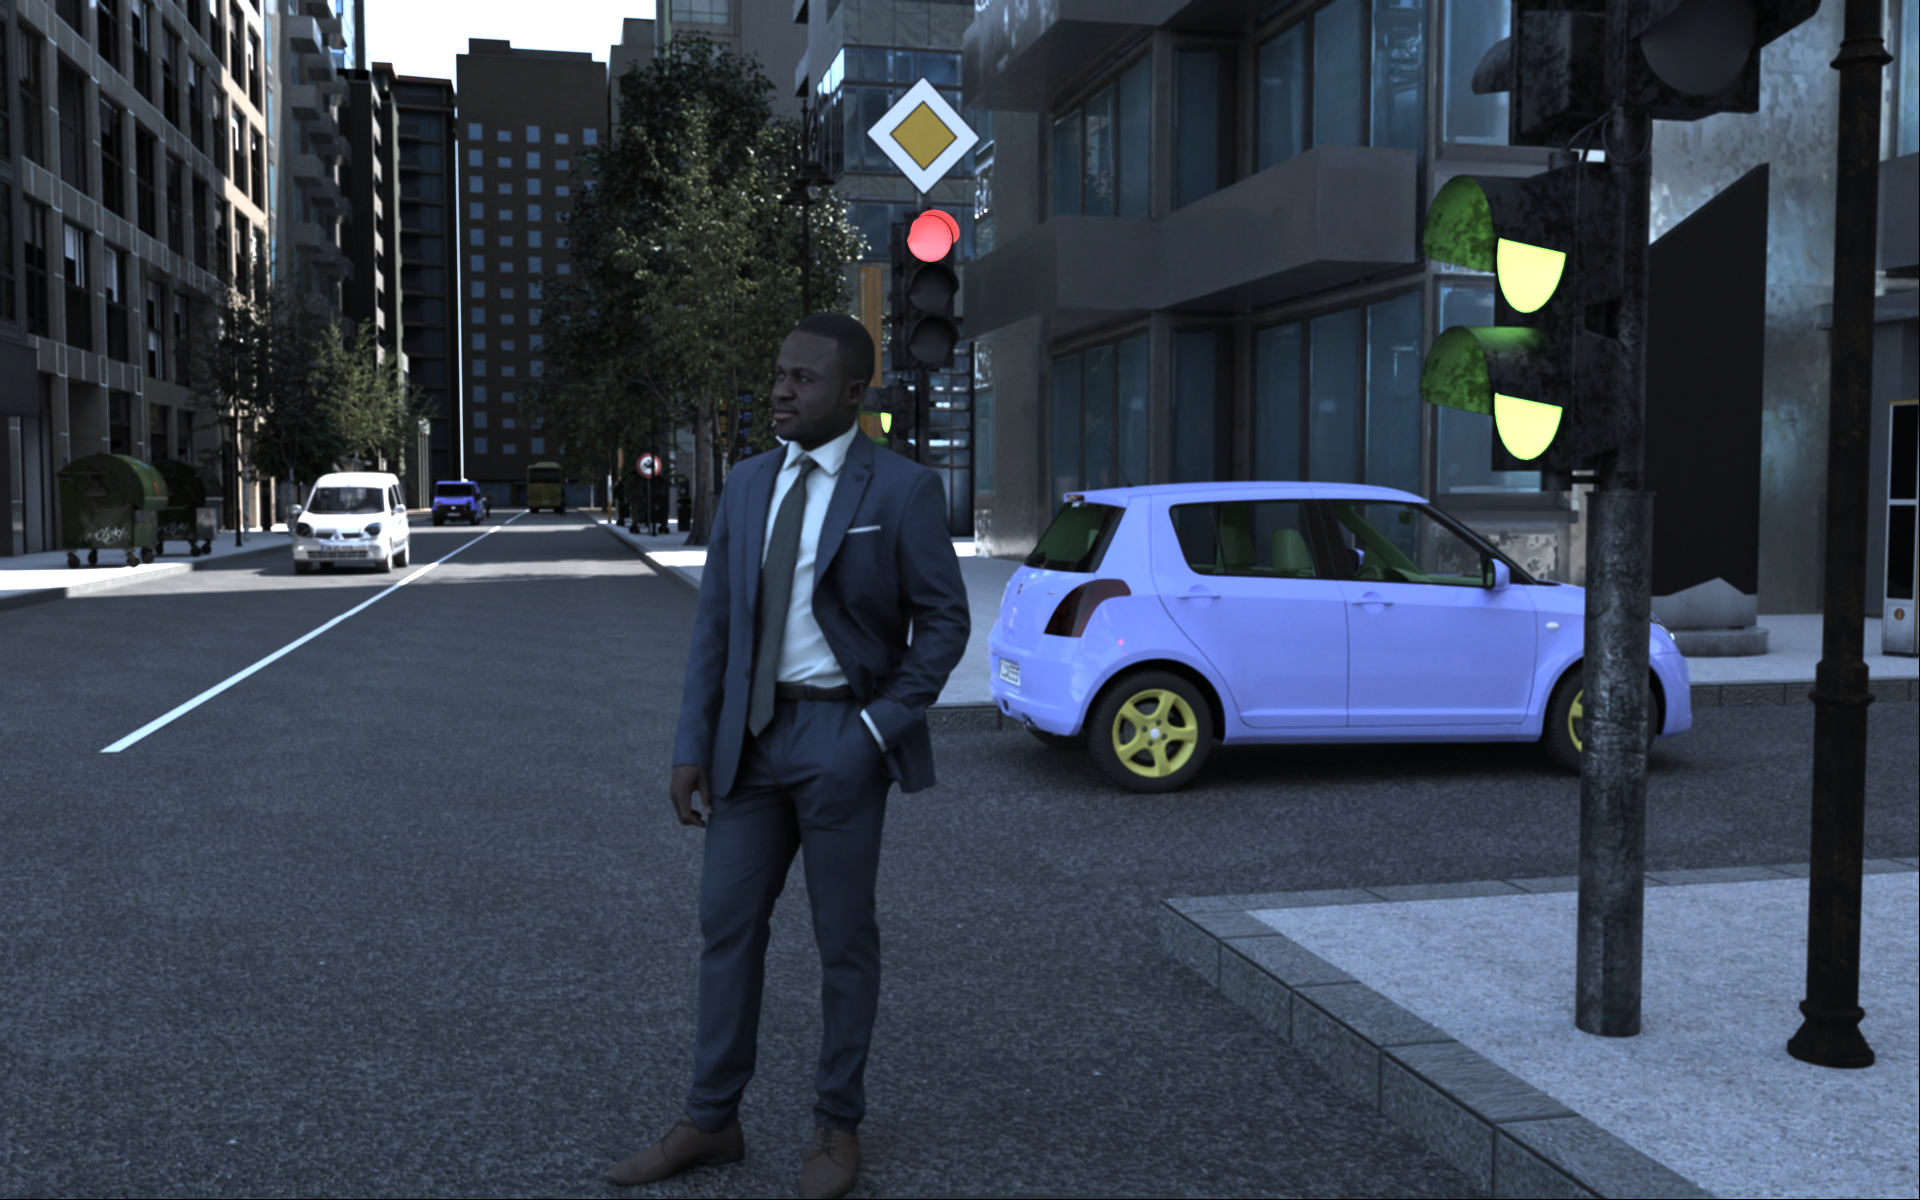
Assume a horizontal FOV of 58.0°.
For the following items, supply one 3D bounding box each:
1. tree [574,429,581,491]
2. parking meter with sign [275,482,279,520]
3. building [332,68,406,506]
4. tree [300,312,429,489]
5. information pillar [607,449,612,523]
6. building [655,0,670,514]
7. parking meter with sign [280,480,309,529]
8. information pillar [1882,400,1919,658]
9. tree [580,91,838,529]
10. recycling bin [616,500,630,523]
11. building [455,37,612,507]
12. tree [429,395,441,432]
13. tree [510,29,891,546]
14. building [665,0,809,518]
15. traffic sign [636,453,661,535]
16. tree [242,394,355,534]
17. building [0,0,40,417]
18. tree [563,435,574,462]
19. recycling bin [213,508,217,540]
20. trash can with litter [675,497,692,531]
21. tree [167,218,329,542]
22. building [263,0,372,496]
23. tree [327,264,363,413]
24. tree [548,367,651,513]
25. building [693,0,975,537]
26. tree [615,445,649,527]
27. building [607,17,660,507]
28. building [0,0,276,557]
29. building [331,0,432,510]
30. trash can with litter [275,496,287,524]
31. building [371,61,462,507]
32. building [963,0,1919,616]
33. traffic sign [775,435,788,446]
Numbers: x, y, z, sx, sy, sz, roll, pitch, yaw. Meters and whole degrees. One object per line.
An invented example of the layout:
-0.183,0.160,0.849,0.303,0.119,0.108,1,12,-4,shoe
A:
-11.573,-6.904,63.250,4.737,8.622,4.395,0,3,0,tree
-31.110,-5.074,79.225,1.738,3.016,0.543,-1,4,-23,parking meter with sign
-45.659,-21.125,117.102,14.160,30.474,14.107,-1,4,-13,building
-24.971,-7.388,71.151,4.737,8.622,4.395,0,3,0,tree
-15.534,-5.219,76.693,0.183,3.616,0.504,0,4,-5,information pillar
-10.619,-35.412,120.983,21.231,58.520,28.212,-1,4,-13,building
-24.098,-4.090,63.131,0.543,3.016,1.738,-3,5,-43,parking meter with sign
7.526,-0.560,13.648,0.304,2.012,0.304,-2,4,-24,information pillar
-4.302,-4.992,31.989,4.737,8.622,4.395,0,3,0,tree
-14.880,-3.943,77.020,0.722,1.027,0.722,0,4,1,recycling bin
-42.811,-32.092,174.821,14.200,45.320,14.600,-1,4,-13,building
-27.781,-8.185,84.191,4.737,8.622,4.395,0,3,0,tree
-6.352,-7.716,43.158,9.611,12.733,9.660,0,3,0,tree
-9.933,-25.453,99.747,14.154,41.232,14.086,-1,4,-13,building
-9.667,-3.287,53.849,0.768,2.556,0.104,-1,4,-11,traffic sign
-21.568,-4.452,56.496,4.285,4.588,4.351,0,3,0,tree
-22.474,-13.914,20.997,14.314,27.812,24.014,-1,4,-13,building
-20.964,-9.398,104.019,4.737,8.622,4.395,0,3,0,tree
-21.304,-2.200,48.524,0.722,1.027,0.722,0,4,-5,recycling bin
-9.569,-2.948,59.588,0.624,1.170,1.055,-1,4,-17,trash can with litter
-19.326,-5.890,46.663,4.360,8.622,3.978,0,3,0,tree
-45.535,-28.979,93.411,23.786,49.044,30.456,-1,4,-13,building
-19.948,-6.187,51.525,4.360,8.622,3.978,0,3,0,tree
-24.610,-12.200,117.602,7.486,12.596,7.792,0,3,0,tree
2.049,-46.021,65.118,22.319,86.520,31.000,-1,4,-13,building
-12.406,-4.435,67.115,1.663,3.219,1.824,0,3,0,tree
-26.207,-34.176,182.482,21.600,48.544,21.300,-1,4,-13,building
-32.525,-14.947,48.899,19.350,26.468,34.151,-1,4,-13,building
-59.575,-50.423,137.080,31.000,86.520,22.319,-1,4,-13,building
-29.705,-3.942,75.513,1.678,1.210,2.233,-2,4,-25,trash can with litter
-65.311,-31.793,174.444,28.867,44.769,22.147,-1,4,-13,building
14.952,-24.985,28.120,30.456,49.044,23.786,-1,4,-13,building
-2.077,-1.346,23.199,0.795,2.450,0.064,0,4,-6,traffic sign
